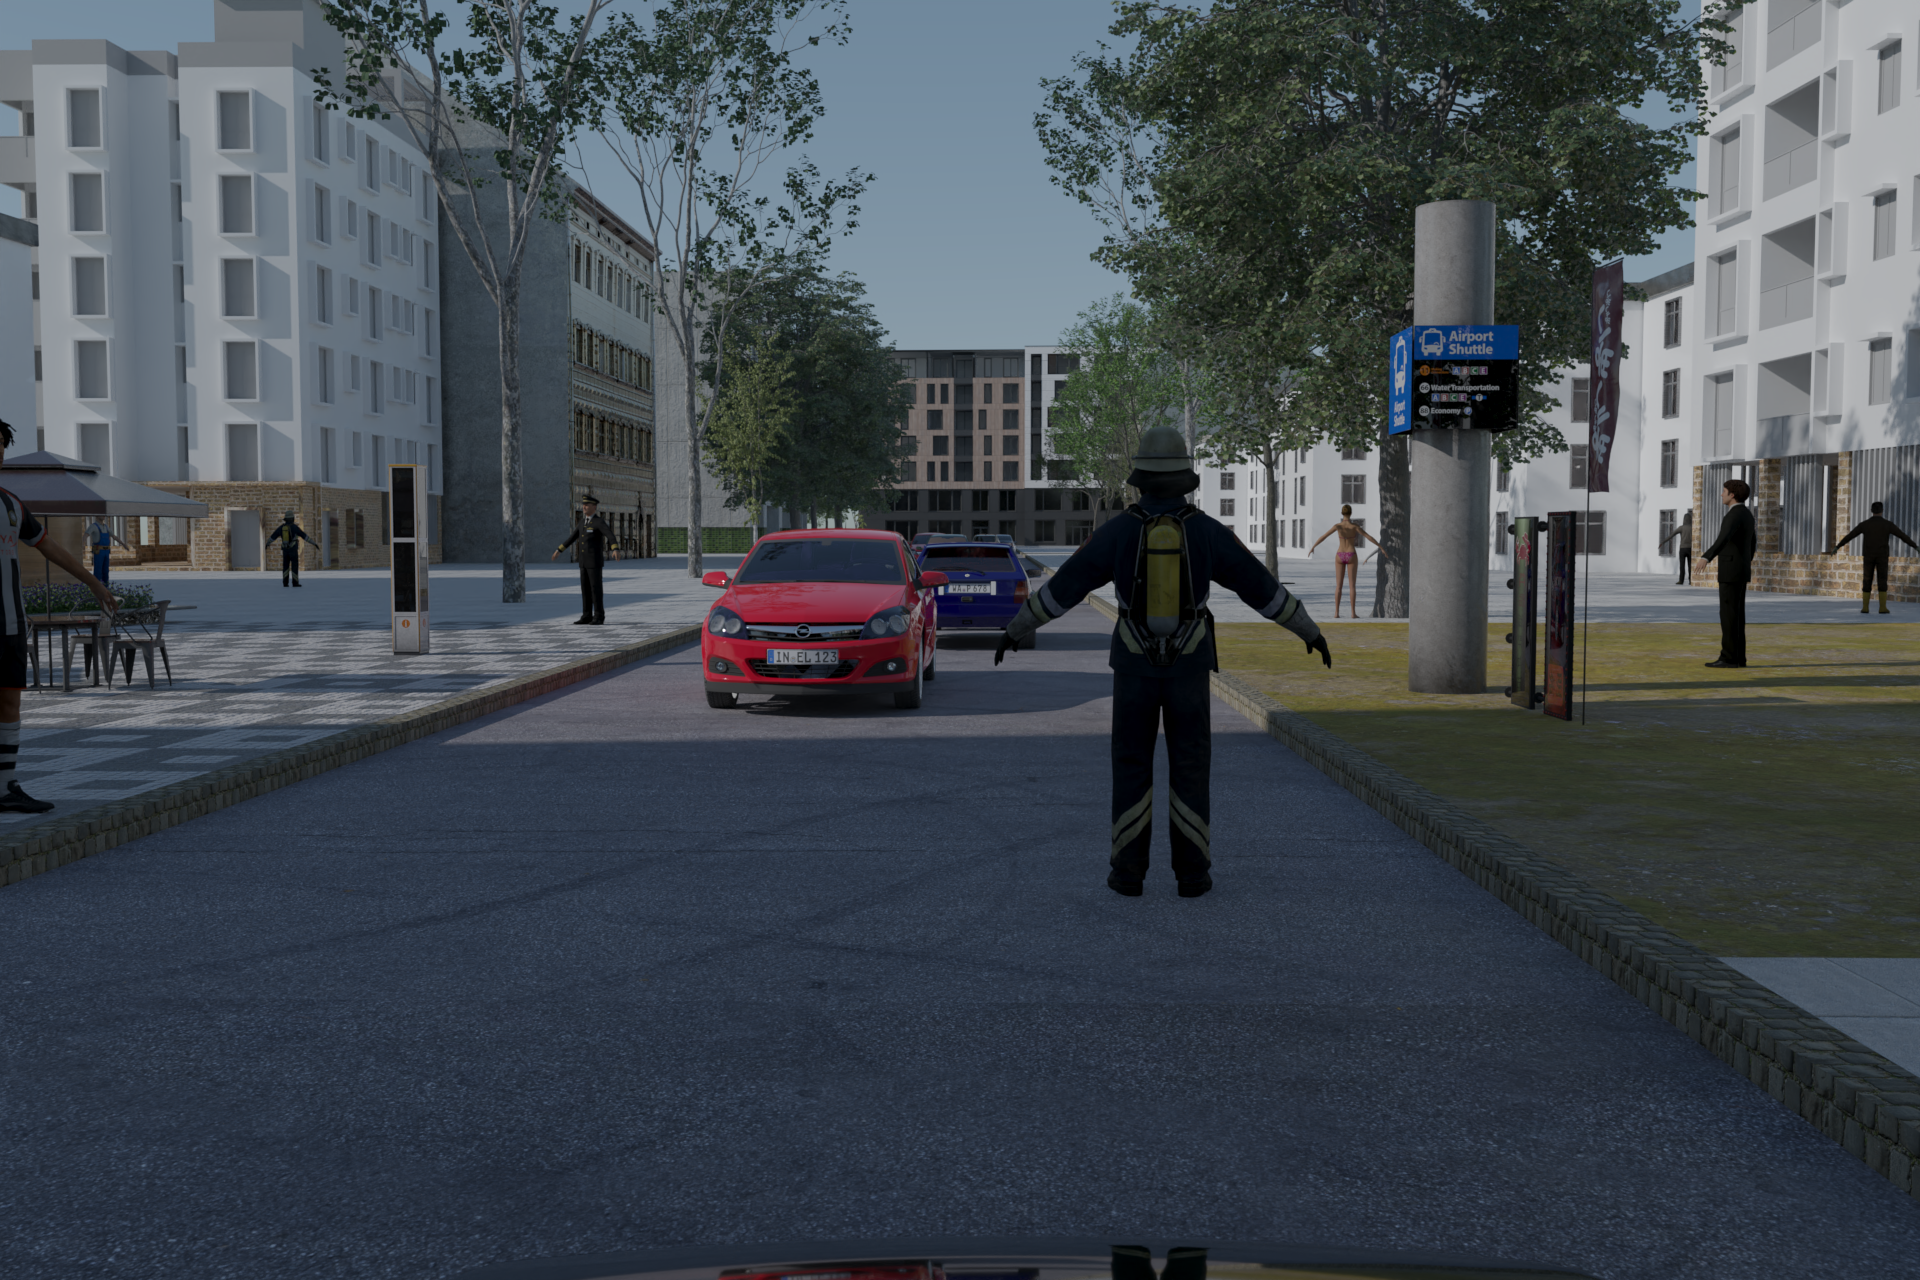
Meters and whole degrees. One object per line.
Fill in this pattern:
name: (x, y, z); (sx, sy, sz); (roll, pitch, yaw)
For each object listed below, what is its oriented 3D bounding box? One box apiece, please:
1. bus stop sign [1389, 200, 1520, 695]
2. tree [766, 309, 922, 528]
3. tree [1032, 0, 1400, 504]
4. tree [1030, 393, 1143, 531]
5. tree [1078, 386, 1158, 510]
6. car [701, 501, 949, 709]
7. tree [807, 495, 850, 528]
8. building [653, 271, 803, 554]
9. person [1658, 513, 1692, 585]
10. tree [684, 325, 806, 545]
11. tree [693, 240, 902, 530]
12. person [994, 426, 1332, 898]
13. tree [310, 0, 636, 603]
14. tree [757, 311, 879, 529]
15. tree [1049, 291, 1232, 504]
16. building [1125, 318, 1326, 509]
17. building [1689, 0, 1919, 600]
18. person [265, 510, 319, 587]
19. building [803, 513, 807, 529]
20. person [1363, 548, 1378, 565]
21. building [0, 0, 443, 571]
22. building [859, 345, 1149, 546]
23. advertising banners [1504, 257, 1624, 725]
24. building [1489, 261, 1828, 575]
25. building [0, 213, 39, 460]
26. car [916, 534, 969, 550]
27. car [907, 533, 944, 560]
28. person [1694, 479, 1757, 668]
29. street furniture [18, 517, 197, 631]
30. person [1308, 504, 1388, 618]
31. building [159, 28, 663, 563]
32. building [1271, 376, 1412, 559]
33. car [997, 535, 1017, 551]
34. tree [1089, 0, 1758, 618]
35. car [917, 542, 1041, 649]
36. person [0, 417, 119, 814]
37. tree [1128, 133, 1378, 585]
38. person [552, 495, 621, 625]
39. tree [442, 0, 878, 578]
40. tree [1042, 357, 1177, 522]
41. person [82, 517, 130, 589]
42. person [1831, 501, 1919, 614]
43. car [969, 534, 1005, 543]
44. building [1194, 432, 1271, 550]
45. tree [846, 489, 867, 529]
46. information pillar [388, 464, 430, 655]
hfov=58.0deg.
bus stop sign: (3.980, -1.530, 14.033); (0.837, 3.901, 0.837); (0, 4, 2)
tree: (-6.984, -11.677, 97.572); (9.857, 13.997, 8.962); (0, 3, 0)
tree: (9.260, -12.457, 59.563); (12.611, 20.169, 13.585); (0, 3, 0)
tree: (8.446, -10.716, 109.611); (8.767, 10.594, 7.601); (1, 4, 10)
tree: (8.414, -8.243, 85.128); (4.360, 8.622, 3.978); (0, 3, 0)
car: (-1.161, -0.400, 15.575); (2.155, 1.783, 4.494); (0, 4, 2)
tree: (-15.203, -17.392, 202.488); (7.486, 12.596, 7.792); (0, 3, 0)
building: (-22.204, -16.273, 132.522); (16.747, 18.905, 31.486); (0, 4, 1)
person: (18.363, -2.303, 43.788); (1.348, 1.813, 0.705); (0, 4, 4)
tree: (-7.367, -6.728, 60.360); (4.737, 8.622, 4.395); (0, 3, 0)
tree: (-7.147, -10.250, 74.237); (9.857, 13.997, 8.962); (0, 3, 0)
person: (0.805, 0.081, 6.914); (1.354, 1.856, 0.705); (0, 4, 6)
tree: (-9.791, -10.788, 32.272); (12.611, 20.169, 13.585); (0, 3, 0)
tree: (-7.803, -10.347, 87.305); (7.486, 12.596, 7.792); (0, 3, 0)
tree: (7.604, -9.015, 73.147); (9.928, 11.665, 9.643); (0, 3, 0)
building: (26.533, -20.909, 172.798); (19.493, 23.208, 18.063); (0, 4, 1)
building: (22.805, -11.214, 39.773); (16.016, 20.090, 11.380); (0, 4, 1)
person: (-16.193, -2.210, 41.905); (1.354, 1.856, 0.705); (0, 4, 5)
building: (-25.010, -18.348, 166.452); (16.747, 18.905, 31.486); (0, 4, 2)
person: (7.101, -1.168, 28.356); (0.991, 1.433, 0.599); (1, 4, 9)
building: (-27.383, -12.531, 61.296); (16.016, 20.090, 11.380); (0, 4, 0)
building: (5.686, -21.661, 200.581); (32.646, 21.610, 27.936); (0, 4, 4)
advertising banners: (4.183, -0.971, 12.058); (0.090, 3.025, 2.074); (0, 4, 0)
building: (23.458, -7.085, 57.985); (9.099, 9.664, 28.070); (0, 4, 1)
building: (-26.110, -5.569, 33.196); (9.099, 9.664, 28.070); (0, 4, 1)
car: (-0.387, -2.818, 55.853); (2.009, 1.686, 4.222); (0, 4, 1)
car: (-1.207, -3.794, 71.077); (2.155, 1.783, 4.494); (0, 4, 2)
person: (7.414, -0.641, 16.666); (0.705, 1.806, 1.347); (3, 5, 42)
street furniture: (-15.280, -0.928, 22.025); (11.010, 1.723, 9.812); (1, 4, 16)
person: (5.914, -1.202, 26.450); (1.217, 1.733, 0.721); (1, 4, 22)
building: (-25.909, -15.493, 84.247); (19.493, 23.208, 18.063); (0, 4, 2)
building: (22.274, -8.893, 87.549); (9.099, 9.664, 28.070); (0, 4, 1)
car: (2.285, -5.348, 99.444); (2.014, 1.417, 4.499); (0, 4, 0)
tree: (6.636, -7.309, 26.157); (9.857, 13.997, 8.962); (0, 3, 0)
car: (0.121, -0.636, 22.986); (1.945, 1.354, 3.894); (0, 4, 1)
person: (-4.368, -0.101, 7.793); (0.704, 1.843, 1.345); (1, 4, 16)
tree: (7.868, -7.243, 44.172); (9.928, 11.665, 9.643); (0, 3, 0)
person: (-5.237, -1.134, 24.482); (1.347, 1.837, 0.705); (2, 4, 35)
tree: (-8.571, -11.801, 48.831); (12.611, 20.169, 13.585); (0, 3, 0)
tree: (8.616, -10.607, 99.178); (9.928, 11.665, 9.643); (0, 3, 0)
person: (-18.183, -1.887, 36.708); (0.705, 1.847, 1.347); (1, 4, 16)
person: (14.787, -1.334, 27.956); (1.346, 1.812, 0.704); (2, 4, 35)
car: (1.396, -5.082, 92.876); (2.009, 1.686, 4.222); (0, 4, 1)
building: (25.055, -12.526, 146.945); (9.099, 9.664, 28.070); (0, 4, 1)
tree: (-6.761, -9.749, 109.751); (4.737, 8.622, 4.395); (0, 3, 0)
information pillar: (-5.847, -0.851, 18.402); (0.304, 2.012, 0.304); (0, 4, 3)
